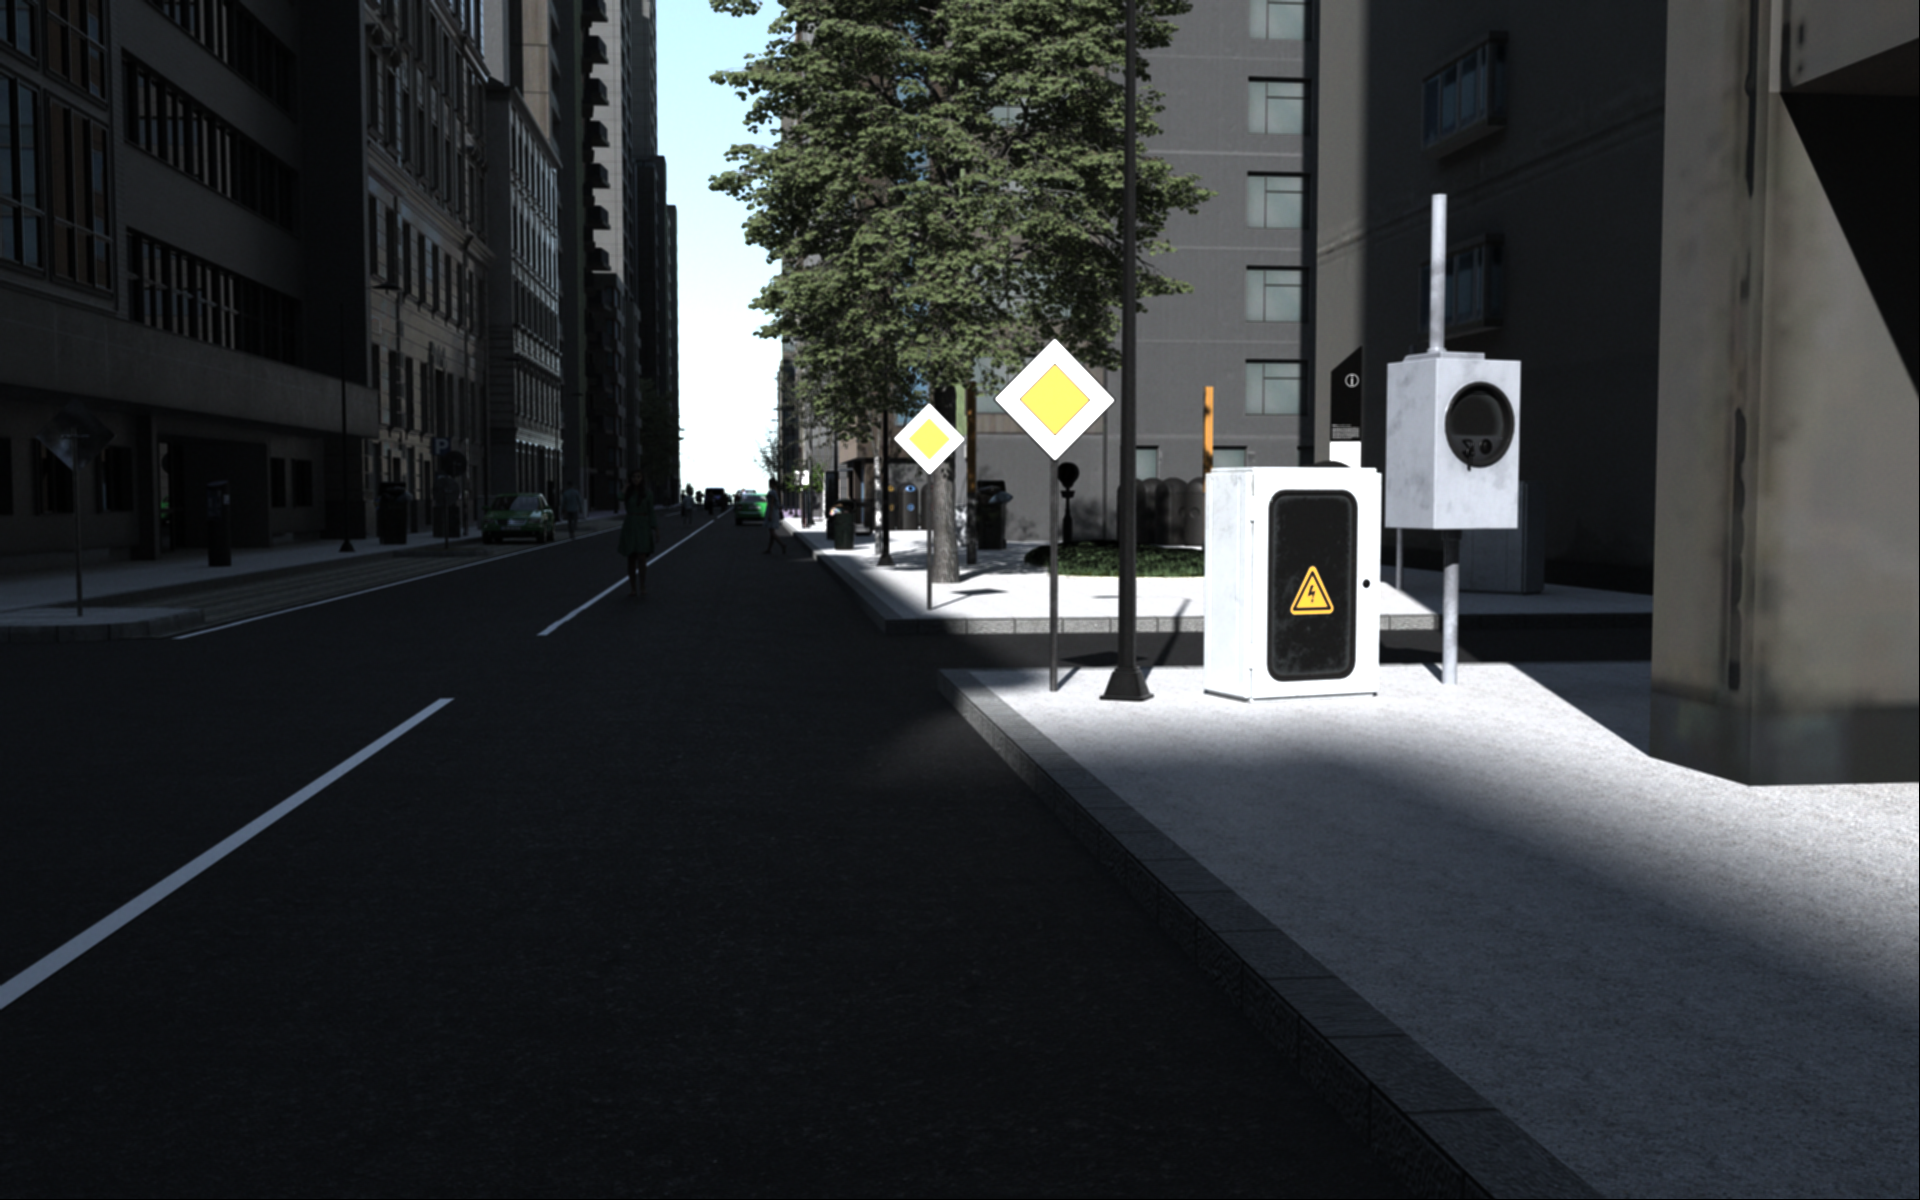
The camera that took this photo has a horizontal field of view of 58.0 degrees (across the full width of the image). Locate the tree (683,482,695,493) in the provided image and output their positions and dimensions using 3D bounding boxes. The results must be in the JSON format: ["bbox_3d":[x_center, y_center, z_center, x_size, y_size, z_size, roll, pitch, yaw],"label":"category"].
[{"bbox_3d":[-39.360,-15.678,250.934,1.663,3.219,1.824,0,3,0],"label":"tree"}]

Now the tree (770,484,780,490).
[{"bbox_3d":[-14.756,-9.307,146.764,1.663,3.219,1.824,0,3,0],"label":"tree"}]

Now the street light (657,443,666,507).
[{"bbox_3d":[-27.223,-11.220,155.982,1.470,5.913,1.316,0,4,-7],"label":"street light"}]

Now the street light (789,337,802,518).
[{"bbox_3d":[-4.223,-4.818,51.312,1.470,5.913,1.316,0,4,-7],"label":"street light"}]

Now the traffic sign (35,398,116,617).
[{"bbox_3d":[-9.225,-0.884,18.098,0.795,2.450,0.064,0,4,-7],"label":"traffic sign"}]

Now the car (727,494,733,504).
[{"bbox_3d":[-33.011,-14.408,244.365,1.959,1.807,4.718,-1,4,-8],"label":"car"}]

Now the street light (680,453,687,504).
[{"bbox_3d":[-32.118,-13.729,197.002,1.470,5.913,1.316,0,4,-7],"label":"street light"}]

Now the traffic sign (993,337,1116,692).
[{"bbox_3d":[0.606,-0.463,11.206,0.795,2.450,0.064,0,4,-7],"label":"traffic sign"}]

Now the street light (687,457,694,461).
[{"bbox_3d":[-34.540,-14.994,217.685,1.470,5.913,1.316,0,4,-7],"label":"street light"}]

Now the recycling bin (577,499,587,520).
[{"bbox_3d":[-19.140,-4.552,86.980,0.722,1.027,0.722,0,4,-6],"label":"recycling bin"}]

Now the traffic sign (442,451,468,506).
[{"bbox_3d":[-14.859,-3.108,50.929,0.768,2.556,0.104,0,4,1],"label":"traffic sign"}]

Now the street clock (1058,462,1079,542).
[{"bbox_3d":[2.469,-2.149,39.705,0.471,2.002,0.358,1,4,23],"label":"street clock"}]

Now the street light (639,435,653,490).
[{"bbox_3d":[-24.701,-9.962,135.412,1.470,5.913,1.316,0,4,-7],"label":"street light"}]

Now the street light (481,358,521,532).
[{"bbox_3d":[-15.622,-5.289,59.017,1.470,5.913,1.316,0,4,-7],"label":"street light"}]

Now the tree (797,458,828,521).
[{"bbox_3d":[-6.881,-5.437,83.489,1.663,3.219,1.824,0,3,0],"label":"tree"}]

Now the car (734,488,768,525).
[{"bbox_3d":[-9.611,-4.430,81.227,1.959,1.807,4.718,0,4,-6],"label":"car"}]

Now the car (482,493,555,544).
[{"bbox_3d":[-12.940,-2.571,50.837,1.959,1.807,4.718,-1,4,-8],"label":"car"}]

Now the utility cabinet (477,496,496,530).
[{"bbox_3d":[-16.898,-3.142,62.531,1.020,1.237,0.306,0,4,5],"label":"utility cabinet"}]

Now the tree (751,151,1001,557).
[{"bbox_3d":[-1.496,-5.190,35.217,4.360,8.622,3.978,0,3,0],"label":"tree"}]

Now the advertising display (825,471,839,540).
[{"bbox_3d":[-3.591,-2.652,48.575,0.123,1.923,0.974,-1,4,-20],"label":"advertising display"}]

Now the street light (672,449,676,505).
[{"bbox_3d":[-29.575,-12.464,176.326,1.470,5.913,1.316,0,4,-7],"label":"street light"}]

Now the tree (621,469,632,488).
[{"bbox_3d":[-24.869,-8.335,130.879,1.663,3.219,1.824,0,3,0],"label":"tree"}]

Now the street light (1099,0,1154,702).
[{"bbox_3d":[0.510,-2.330,10.639,1.470,5.913,1.316,0,4,-7],"label":"street light"}]

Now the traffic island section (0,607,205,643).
[{"bbox_3d":[-9.247,0.252,18.157,2.009,0.180,2.903,0,4,-7],"label":"traffic island section"}]

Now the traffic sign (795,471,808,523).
[{"bbox_3d":[-6.949,-4.530,76.187,0.606,2.300,0.079,0,4,2],"label":"traffic sign"}]

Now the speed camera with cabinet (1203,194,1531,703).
[{"bbox_3d":[2.598,-1.026,11.114,2.038,3.252,0.660,-1,4,-22],"label":"speed camera with cabinet"}]

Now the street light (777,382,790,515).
[{"bbox_3d":[-6.723,-6.076,71.885,1.470,5.913,1.316,0,4,-7],"label":"street light"}]

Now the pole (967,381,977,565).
[{"bbox_3d":[0.214,-2.300,31.454,0.158,3.312,0.155,0,3,0],"label":"pole"}]

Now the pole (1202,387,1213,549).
[{"bbox_3d":[4.713,-2.392,32.954,0.158,3.312,0.155,0,3,0],"label":"pole"}]

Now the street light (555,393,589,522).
[{"bbox_3d":[-18.010,-6.556,79.737,1.470,5.913,1.316,0,4,-7],"label":"street light"}]

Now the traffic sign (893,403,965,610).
[{"bbox_3d":[-0.341,-0.948,19.135,0.795,2.450,0.064,0,4,-7],"label":"traffic sign"}]

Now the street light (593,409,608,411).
[{"bbox_3d":[-19.858,-7.444,94.247,1.470,5.913,1.316,0,4,-7],"label":"street light"}]

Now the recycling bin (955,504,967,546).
[{"bbox_3d":[-0.044,-1.855,42.887,0.722,1.027,0.722,-1,4,-13],"label":"recycling bin"}]

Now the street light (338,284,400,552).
[{"bbox_3d":[-13.093,-4.028,38.393,1.470,5.913,1.316,0,4,-7],"label":"street light"}]

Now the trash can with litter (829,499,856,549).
[{"bbox_3d":[-2.751,-1.758,40.137,0.624,1.170,1.055,-1,4,-9],"label":"trash can with litter"}]

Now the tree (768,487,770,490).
[{"bbox_3d":[-21.642,-12.662,201.617,1.663,3.219,1.824,0,3,0],"label":"tree"}]

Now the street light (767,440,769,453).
[{"bbox_3d":[-11.084,-8.272,107.792,1.470,5.913,1.316,0,4,-7],"label":"street light"}]

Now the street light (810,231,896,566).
[{"bbox_3d":[-1.862,-3.558,30.723,1.470,5.913,1.316,0,4,-7],"label":"street light"}]

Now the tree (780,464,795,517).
[{"bbox_3d":[-8.938,-6.169,95.468,1.663,3.219,1.824,0,3,0],"label":"tree"}]

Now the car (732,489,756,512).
[{"bbox_3d":[-17.226,-8.017,139.745,2.281,1.827,5.304,0,4,-7],"label":"car"}]

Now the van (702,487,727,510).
[{"bbox_3d":[-22.429,-9.440,158.727,2.240,2.365,5.245,0,4,-5],"label":"van"}]

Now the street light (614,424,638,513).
[{"bbox_3d":[-22.290,-8.703,114.828,1.470,5.913,1.316,0,4,-7],"label":"street light"}]

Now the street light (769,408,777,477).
[{"bbox_3d":[-9.426,-7.410,93.696,1.470,5.913,1.316,0,4,-7],"label":"street light"}]

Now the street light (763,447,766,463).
[{"bbox_3d":[-15.986,-10.790,148.949,1.470,5.913,1.316,0,4,-7],"label":"street light"}]

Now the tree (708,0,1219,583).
[{"bbox_3d":[0.061,-6.499,24.392,7.486,12.596,7.792,0,3,0],"label":"tree"}]
